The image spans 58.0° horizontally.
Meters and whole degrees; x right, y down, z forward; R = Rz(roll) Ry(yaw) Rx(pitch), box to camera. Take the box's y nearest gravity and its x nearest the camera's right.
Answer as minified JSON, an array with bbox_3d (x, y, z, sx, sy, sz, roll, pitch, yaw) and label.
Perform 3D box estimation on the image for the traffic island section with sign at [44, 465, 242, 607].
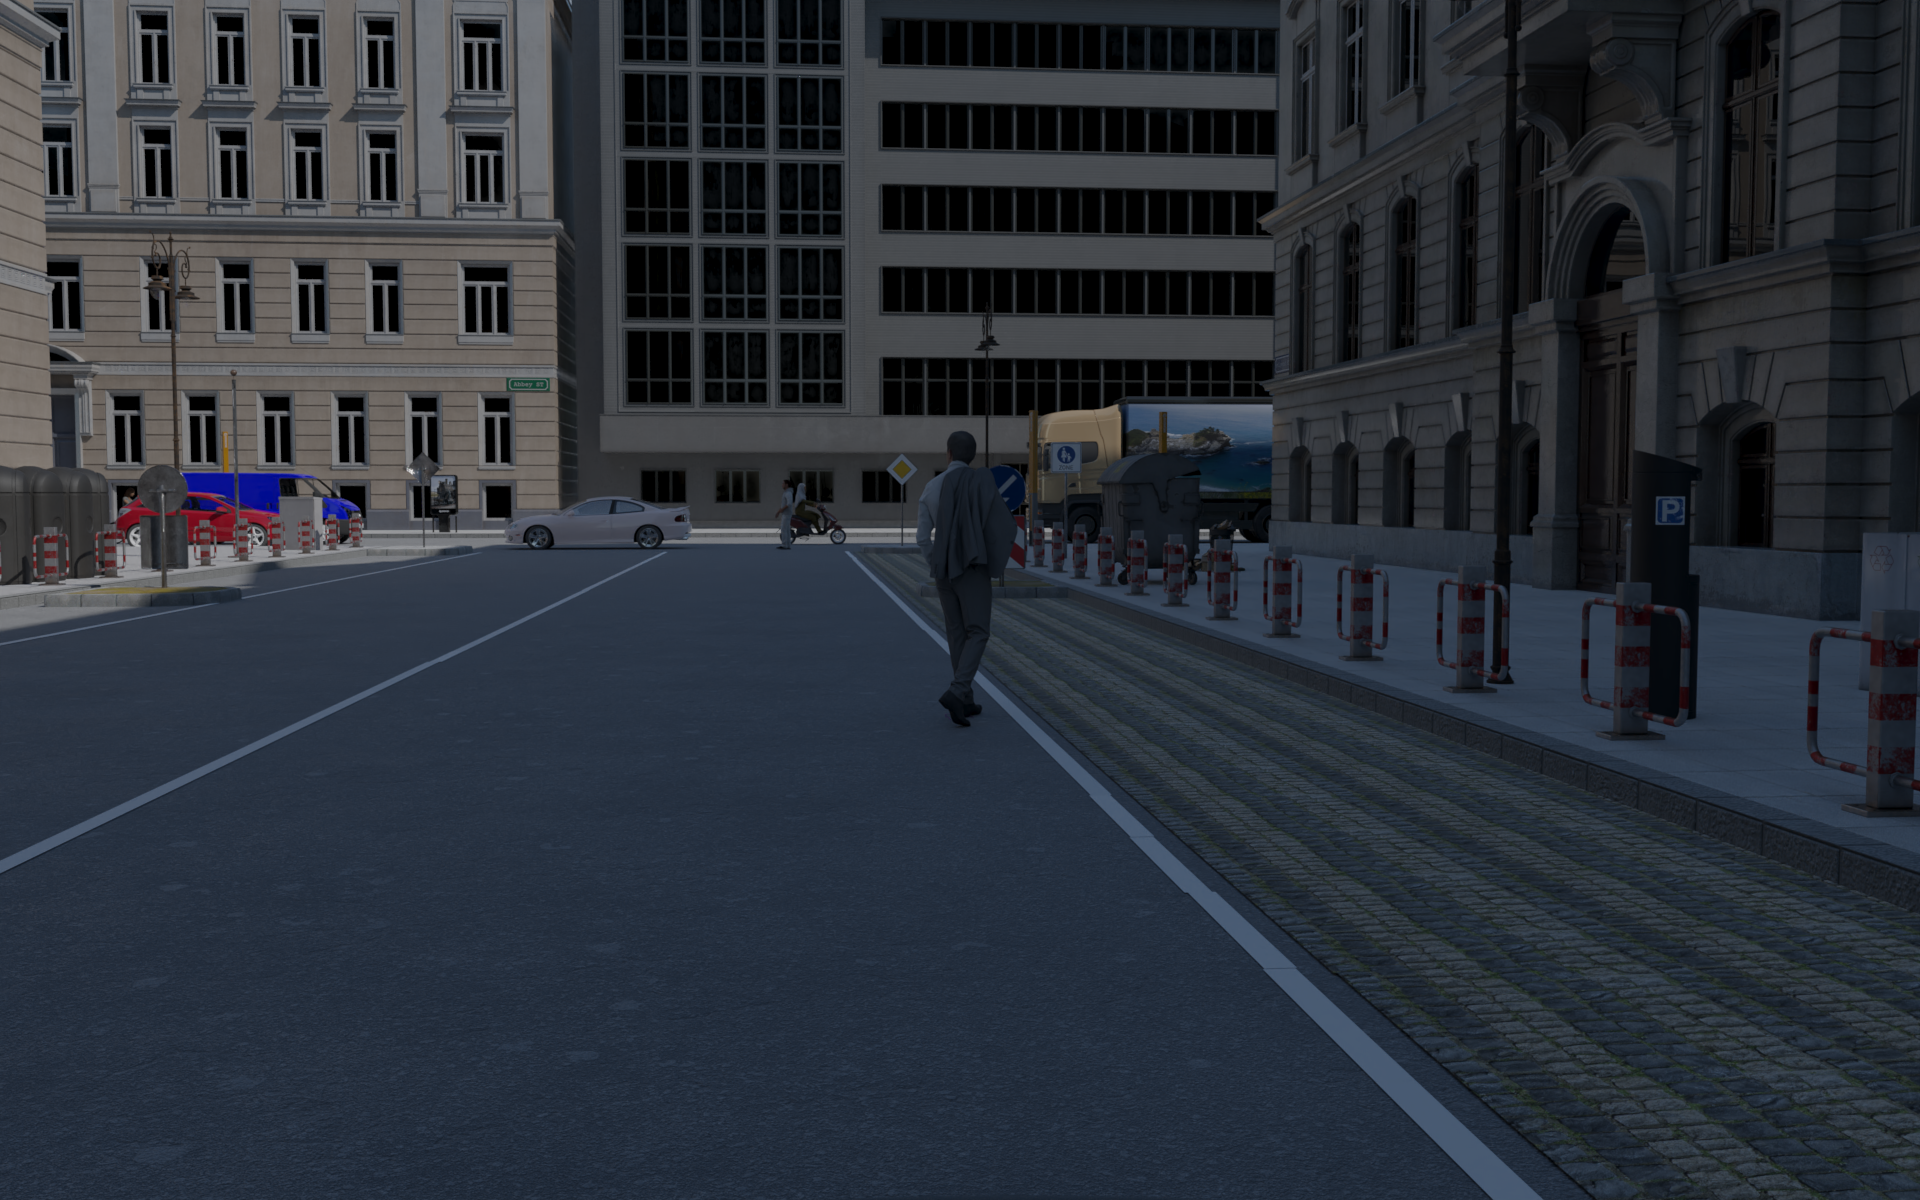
[{"bbox_3d":[-10.714,-0.876,22.954,1.989,1.847,2.006,0,4,-6],"label":"traffic island section with sign"}]

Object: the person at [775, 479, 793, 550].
[{"bbox_3d":[-4.546,-2.201,44.628,0.789,1.805,0.875,-1,4,-9],"label":"person"}]

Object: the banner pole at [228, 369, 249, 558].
[{"bbox_3d":[-14.519,-2.733,34.695,0.401,3.779,0.863,-1,4,-20],"label":"banner pole"}]

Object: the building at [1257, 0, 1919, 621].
[{"bbox_3d":[13.744,-12.403,21.873,14.460,24.649,34.723,0,4,-6],"label":"building"}]

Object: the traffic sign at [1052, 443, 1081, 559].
[{"bbox_3d":[2.099,-1.969,34.327,0.606,2.300,0.079,0,4,-1],"label":"traffic sign"}]

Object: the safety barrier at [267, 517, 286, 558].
[{"bbox_3d":[-13.820,-1.269,35.020,0.300,0.817,1.120,0,4,-6],"label":"safety barrier"}]

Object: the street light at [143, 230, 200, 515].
[{"bbox_3d":[-13.890,-3.539,30.644,0.468,5.910,1.993,0,4,-6],"label":"street light"}]

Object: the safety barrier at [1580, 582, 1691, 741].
[{"bbox_3d":[3.524,0.318,9.081,0.300,0.817,1.120,0,4,-6],"label":"safety barrier"}]

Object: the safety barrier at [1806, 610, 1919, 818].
[{"bbox_3d":[3.735,0.449,6.938,0.300,0.817,1.120,0,4,-6],"label":"safety barrier"}]

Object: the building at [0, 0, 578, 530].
[{"bbox_3d":[-24.643,-17.148,66.268,20.117,28.700,13.634,0,4,-6],"label":"building"}]

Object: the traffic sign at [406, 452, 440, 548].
[{"bbox_3d":[-12.868,-2.317,41.531,0.795,2.450,0.064,0,4,-6],"label":"traffic sign"}]

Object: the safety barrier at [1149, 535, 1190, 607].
[{"bbox_3d":[2.459,-0.337,19.783,0.300,0.817,1.120,0,4,-6],"label":"safety barrier"}]

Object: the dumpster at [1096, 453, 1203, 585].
[{"bbox_3d":[2.749,-1.180,25.058,1.264,1.857,1.865,0,4,-6],"label":"dumpster"}]

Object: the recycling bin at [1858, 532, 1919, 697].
[{"bbox_3d":[6.347,0.085,11.157,0.722,1.027,0.722,-2,4,-23],"label":"recycling bin"}]

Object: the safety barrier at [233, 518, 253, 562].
[{"bbox_3d":[-13.604,-1.137,32.872,0.300,0.817,1.120,0,4,-6],"label":"safety barrier"}]

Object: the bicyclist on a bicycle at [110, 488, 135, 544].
[{"bbox_3d":[-23.786,-2.433,49.804,1.625,1.676,1.499,0,4,-4],"label":"bicyclist on a bicycle"}]

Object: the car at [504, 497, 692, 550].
[{"bbox_3d":[-9.478,-2.023,45.440,4.827,1.381,2.083,0,4,-8],"label":"car"}]

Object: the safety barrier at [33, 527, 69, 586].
[{"bbox_3d":[-12.752,-0.613,24.303,0.300,0.817,1.120,0,4,-6],"label":"safety barrier"}]

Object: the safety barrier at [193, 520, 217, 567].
[{"bbox_3d":[-13.391,-1.006,30.726,0.300,0.817,1.120,0,4,-6],"label":"safety barrier"}]

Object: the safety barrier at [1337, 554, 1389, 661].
[{"bbox_3d":[3.098,0.056,13.360,0.300,0.817,1.120,0,4,-6],"label":"safety barrier"}]

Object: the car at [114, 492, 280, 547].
[{"bbox_3d":[-19.432,-2.192,44.883,4.494,1.783,2.155,0,4,-7],"label":"car"}]

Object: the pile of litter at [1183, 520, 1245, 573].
[{"bbox_3d":[4.173,-0.924,29.066,1.176,0.858,1.719,0,4,3],"label":"pile of litter"}]

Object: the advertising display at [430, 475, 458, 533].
[{"bbox_3d":[-17.175,-3.208,57.672,0.974,1.923,0.123,1,4,14],"label":"advertising display"}]

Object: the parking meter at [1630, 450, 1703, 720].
[{"bbox_3d":[4.050,-0.094,9.956,0.372,1.533,0.369,0,3,0],"label":"parking meter"}]

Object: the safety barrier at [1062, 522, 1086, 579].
[{"bbox_3d":[1.814,-0.729,26.201,0.300,0.817,1.120,0,4,-6],"label":"safety barrier"}]

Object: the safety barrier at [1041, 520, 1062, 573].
[{"bbox_3d":[1.604,-0.860,28.341,0.300,0.817,1.120,0,4,-6],"label":"safety barrier"}]

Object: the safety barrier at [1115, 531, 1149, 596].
[{"bbox_3d":[2.244,-0.468,21.922,0.300,0.817,1.120,0,4,-6],"label":"safety barrier"}]

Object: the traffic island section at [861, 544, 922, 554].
[{"bbox_3d":[-1.406,-1.250,42.726,2.009,0.180,2.903,0,4,-6],"label":"traffic island section"}]

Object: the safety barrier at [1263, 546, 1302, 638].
[{"bbox_3d":[2.882,-0.075,15.499,0.300,0.817,1.120,0,4,-6],"label":"safety barrier"}]

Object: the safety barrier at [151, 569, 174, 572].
[{"bbox_3d":[-13.176,-0.875,28.587,0.300,0.817,1.120,0,4,-6],"label":"safety barrier"}]

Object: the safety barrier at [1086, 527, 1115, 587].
[{"bbox_3d":[2.030,-0.599,24.062,0.300,0.817,1.120,0,4,-6],"label":"safety barrier"}]

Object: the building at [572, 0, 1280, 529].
[{"bbox_3d":[0.345,-15.316,69.484,30.058,24.678,14.314,0,4,-6],"label":"building"}]

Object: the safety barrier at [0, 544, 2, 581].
[{"bbox_3d":[-12.537,-0.482,22.164,0.300,0.817,1.120,0,4,-6],"label":"safety barrier"}]

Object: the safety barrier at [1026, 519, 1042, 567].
[{"bbox_3d":[1.391,-0.992,30.488,0.300,0.817,1.120,0,4,-6],"label":"safety barrier"}]

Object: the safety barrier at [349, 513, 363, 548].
[{"bbox_3d":[-14.462,-1.663,41.459,0.300,0.817,1.120,0,4,-6],"label":"safety barrier"}]

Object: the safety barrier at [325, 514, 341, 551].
[{"bbox_3d":[-14.246,-1.531,39.315,0.300,0.817,1.120,0,4,-6],"label":"safety barrier"}]

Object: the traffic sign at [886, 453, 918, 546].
[{"bbox_3d":[-1.428,-2.386,42.646,0.795,2.450,0.064,0,4,-6],"label":"traffic sign"}]

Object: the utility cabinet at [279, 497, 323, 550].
[{"bbox_3d":[-15.116,-1.748,39.748,1.020,1.237,0.306,1,4,22],"label":"utility cabinet"}]

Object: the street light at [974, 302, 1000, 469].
[{"bbox_3d":[0.652,-4.224,41.853,0.468,5.910,1.993,0,4,-6],"label":"street light"}]

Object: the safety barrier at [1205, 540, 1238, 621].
[{"bbox_3d":[2.670,-0.206,17.638,0.300,0.817,1.120,0,4,-6],"label":"safety barrier"}]

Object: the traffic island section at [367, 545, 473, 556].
[{"bbox_3d":[-12.891,-1.181,41.590,2.009,0.180,2.903,0,4,-6],"label":"traffic island section"}]

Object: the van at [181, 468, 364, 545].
[{"bbox_3d":[-19.812,-2.758,49.475,5.245,2.365,2.240,0,4,-6],"label":"van"}]

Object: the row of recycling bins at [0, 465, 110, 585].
[{"bbox_3d":[-13.723,-1.152,25.952,1.069,1.692,3.534,0,4,-4],"label":"row of recycling bins"}]

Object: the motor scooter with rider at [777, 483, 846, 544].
[{"bbox_3d":[-4.225,-2.457,49.144,1.986,1.779,0.876,0,4,-5],"label":"motor scooter with rider"}]

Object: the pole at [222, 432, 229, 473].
[{"bbox_3d":[-23.975,-3.837,56.576,0.158,3.312,0.155,0,3,0],"label":"pole"}]

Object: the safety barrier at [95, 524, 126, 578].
[{"bbox_3d":[-12.967,-0.744,26.443,0.300,0.817,1.120,0,4,-6],"label":"safety barrier"}]

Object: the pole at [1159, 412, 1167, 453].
[{"bbox_3d":[5.030,-3.004,42.964,0.158,3.312,0.155,0,3,0],"label":"pole"}]

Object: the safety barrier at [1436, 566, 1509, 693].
[{"bbox_3d":[3.310,0.187,11.220,0.300,0.817,1.120,0,4,-6],"label":"safety barrier"}]

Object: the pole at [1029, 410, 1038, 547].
[{"bbox_3d":[1.793,-2.965,42.319,0.158,3.312,0.155,0,3,0],"label":"pole"}]

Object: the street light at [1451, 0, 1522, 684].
[{"bbox_3d":[3.667,-2.372,11.577,0.468,5.910,1.993,0,4,-6],"label":"street light"}]

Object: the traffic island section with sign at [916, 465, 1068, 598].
[{"bbox_3d":[0.402,-0.974,24.550,1.989,1.847,2.006,0,4,-6],"label":"traffic island section with sign"}]

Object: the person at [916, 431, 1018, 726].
[{"bbox_3d":[0.045,-0.140,10.889,0.679,1.850,0.850,1,4,20],"label":"person"}]

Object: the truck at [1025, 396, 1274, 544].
[{"bbox_3d":[6.939,-3.801,51.063,11.283,4.237,2.839,0,4,-4],"label":"truck"}]

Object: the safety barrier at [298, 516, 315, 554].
[{"bbox_3d":[-14.033,-1.400,37.166,0.300,0.817,1.120,0,4,-6],"label":"safety barrier"}]
